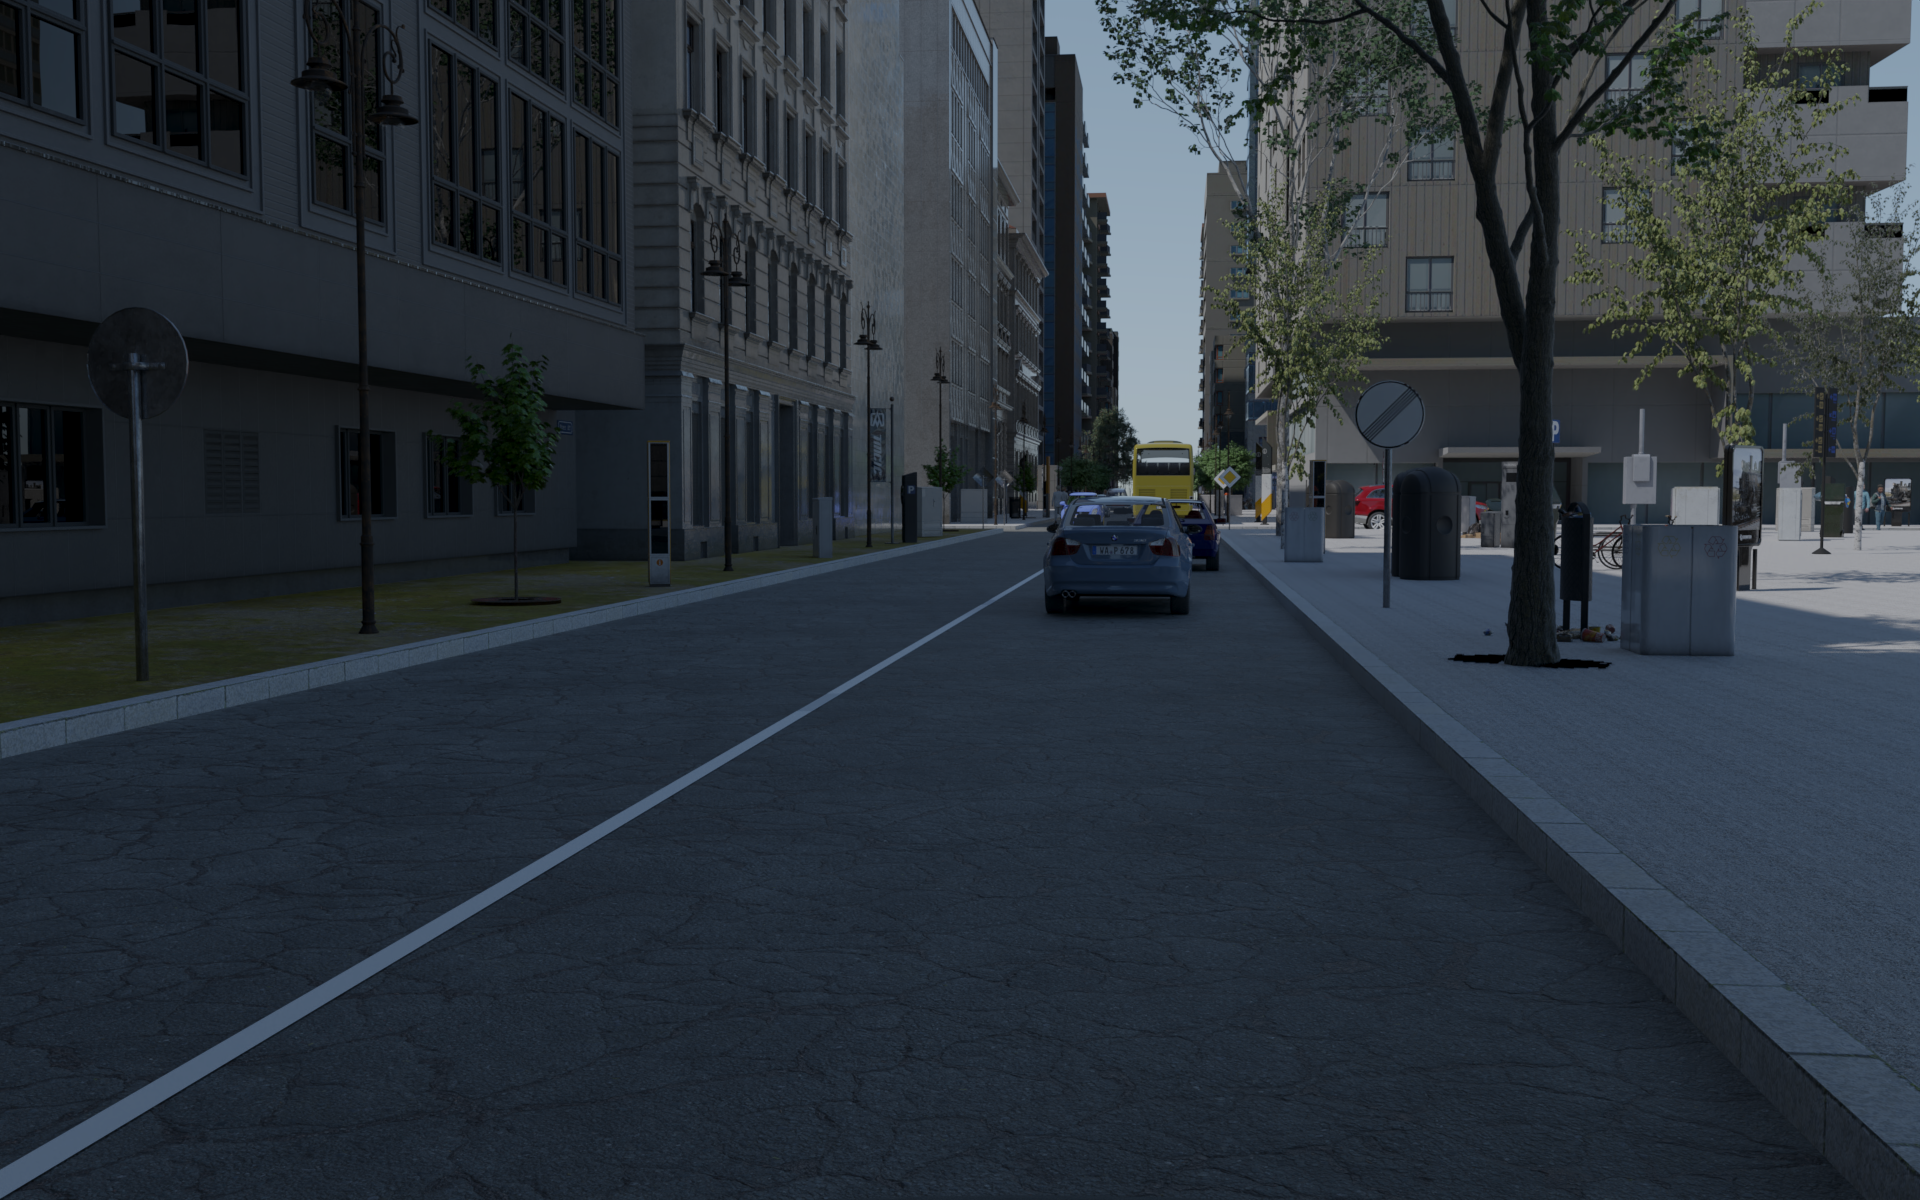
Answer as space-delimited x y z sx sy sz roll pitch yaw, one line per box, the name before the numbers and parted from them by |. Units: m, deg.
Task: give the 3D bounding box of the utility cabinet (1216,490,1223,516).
utility cabinet | 15.232 -5.670 101.382 0.318 1.500 1.173 1 4 16

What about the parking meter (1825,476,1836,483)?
parking meter | 28.540 -3.130 56.883 0.399 1.863 0.255 -3 5 -41

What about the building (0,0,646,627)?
building | -14.037 -13.876 20.388 14.314 27.812 24.014 0 4 7

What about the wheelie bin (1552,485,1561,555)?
wheelie bin | 12.085 -1.736 36.284 0.980 1.594 0.693 -1 4 -22

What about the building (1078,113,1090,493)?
building | 3.195 -35.355 197.661 23.786 49.044 30.456 0 4 7

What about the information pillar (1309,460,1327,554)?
information pillar | 7.688 -2.004 37.258 0.304 2.012 0.304 0 4 -1

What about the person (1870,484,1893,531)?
person | 33.313 -3.295 62.723 0.623 1.781 0.721 -2 4 -27

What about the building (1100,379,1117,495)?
building | 10.700 -26.382 276.388 27.650 21.520 28.899 0 4 7

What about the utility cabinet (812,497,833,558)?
utility cabinet | -2.805 -1.470 35.195 0.306 1.237 1.020 -1 4 -12

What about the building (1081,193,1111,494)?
building | 10.026 -36.170 246.003 22.147 44.769 28.867 0 4 7

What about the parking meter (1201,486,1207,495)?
parking meter | 17.335 -7.168 122.913 0.255 1.863 0.399 -2 4 -35

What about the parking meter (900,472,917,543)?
parking meter | -1.345 -2.443 45.651 0.399 1.863 0.255 -1 4 -22

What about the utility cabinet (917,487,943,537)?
utility cabinet | -0.937 -2.623 51.570 0.318 1.500 1.173 2 4 30

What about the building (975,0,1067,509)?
building | -0.673 -43.924 156.407 20.563 71.187 20.611 0 4 7

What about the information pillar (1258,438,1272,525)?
information pillar | 12.734 -4.927 71.911 0.183 3.616 0.504 -3 5 -41

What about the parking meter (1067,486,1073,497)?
parking meter | 7.572 -6.930 119.021 0.399 1.863 0.255 1 4 12

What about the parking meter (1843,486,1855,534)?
parking meter | 28.838 -2.927 56.272 0.372 1.533 0.369 0 3 0

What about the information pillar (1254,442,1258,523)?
information pillar | 13.501 -5.289 77.826 0.504 3.616 0.183 2 4 32

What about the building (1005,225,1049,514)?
building | -0.235 -17.560 123.254 11.583 22.565 21.152 0 4 7

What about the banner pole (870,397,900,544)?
banner pole | -1.963 -3.330 44.467 0.863 3.779 0.401 -1 4 -19

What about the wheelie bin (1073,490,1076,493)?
wheelie bin | 8.206 -7.317 127.537 0.693 1.594 0.980 3 4 37

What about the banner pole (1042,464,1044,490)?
banner pole | 6.961 -9.537 145.950 0.401 3.779 0.863 0 4 -7

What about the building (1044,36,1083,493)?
building | 5.043 -32.086 174.710 14.600 45.320 14.200 0 4 7

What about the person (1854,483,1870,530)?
person | 32.152 -3.265 61.752 0.748 1.841 0.638 -2 4 -27

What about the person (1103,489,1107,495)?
person | 11.532 -7.818 136.505 0.709 1.800 0.728 2 4 27

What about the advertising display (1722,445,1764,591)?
advertising display | 10.378 -1.086 22.971 0.974 1.923 0.123 -3 5 -43

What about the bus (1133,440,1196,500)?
bus | 9.258 -5.316 78.471 2.896 3.916 12.252 0 4 7

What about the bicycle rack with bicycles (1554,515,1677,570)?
bicycle rack with bicycles | 11.722 -0.984 29.477 2.925 0.926 2.852 2 4 28

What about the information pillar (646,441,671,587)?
information pillar | -4.176 -1.194 24.010 0.304 2.012 0.304 -1 4 -13

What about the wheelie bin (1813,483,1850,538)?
wheelie bin | 25.790 -2.651 51.256 0.980 1.594 0.693 2 4 27

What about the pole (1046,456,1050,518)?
pole | 4.760 -6.104 93.645 0.158 3.312 0.155 0 3 0

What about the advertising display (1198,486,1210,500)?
advertising display | 18.961 -7.917 134.656 0.974 1.923 0.123 -1 4 -15

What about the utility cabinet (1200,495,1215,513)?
utility cabinet | 17.150 -6.654 119.957 1.020 1.237 0.306 2 4 26

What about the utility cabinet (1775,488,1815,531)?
utility cabinet | 28.540 -3.089 59.184 0.318 1.500 1.173 -3 5 -42

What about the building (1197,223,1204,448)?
building | 48.604 -37.732 271.549 22.147 44.769 28.867 0 4 7

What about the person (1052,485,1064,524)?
person | 4.690 -4.516 82.213 0.514 1.842 0.818 -2 4 -31

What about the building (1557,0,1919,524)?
building | 28.947 -30.219 83.320 27.495 52.752 28.713 0 4 7

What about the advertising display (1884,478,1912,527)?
advertising display | 37.045 -3.868 68.458 0.974 1.923 0.123 2 4 24

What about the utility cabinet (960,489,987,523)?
utility cabinet | 0.607 -4.148 76.497 1.173 1.500 0.318 0 4 -6

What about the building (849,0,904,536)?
building | -10.963 -12.373 57.044 16.860 20.320 10.420 0 4 7

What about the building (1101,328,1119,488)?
building | 19.928 -32.104 296.607 14.160 30.474 14.107 0 4 7

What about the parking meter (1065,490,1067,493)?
parking meter | 7.597 -6.933 121.762 0.372 1.533 0.369 0 3 0

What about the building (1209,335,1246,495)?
building | 43.251 -21.816 201.736 27.650 21.520 28.899 0 4 7

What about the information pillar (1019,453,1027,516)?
information pillar | 3.662 -6.649 100.073 0.504 3.616 0.183 2 4 32

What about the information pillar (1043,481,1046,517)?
information pillar | 4.732 -5.549 95.217 0.304 2.012 0.304 1 4 22

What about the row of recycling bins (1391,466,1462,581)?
row of recycling bins | 7.308 -1.236 27.322 1.069 1.692 3.534 1 4 13

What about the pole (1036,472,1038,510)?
pole | 6.336 -9.142 143.318 0.158 3.312 0.155 0 3 0

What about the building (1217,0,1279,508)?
building | 37.312 -52.458 170.362 22.319 86.520 31.000 0 4 7

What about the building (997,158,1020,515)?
building | -2.798 -16.758 102.879 11.050 23.489 19.941 0 4 7

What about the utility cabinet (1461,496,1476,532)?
utility cabinet | 17.093 -2.919 58.895 0.306 1.237 1.020 -2 4 -24

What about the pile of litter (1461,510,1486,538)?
pile of litter | 15.370 -2.224 50.321 1.719 0.858 1.176 2 4 34

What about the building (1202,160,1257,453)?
building | 45.501 -38.088 246.438 21.300 48.544 21.600 0 4 7

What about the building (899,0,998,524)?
building | -5.194 -16.212 83.083 12.078 24.808 19.932 0 4 7

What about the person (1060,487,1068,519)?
person | 5.305 -4.882 88.540 0.478 1.798 0.641 3 5 44

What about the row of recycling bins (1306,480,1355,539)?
row of recycling bins | 10.921 -2.705 51.344 1.069 1.692 3.534 0 4 1

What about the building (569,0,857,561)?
building | -8.811 -11.784 41.814 9.793 20.994 18.267 0 4 7

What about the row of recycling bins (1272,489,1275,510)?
row of recycling bins | 25.477 -8.292 142.682 1.069 1.692 3.534 1 4 12

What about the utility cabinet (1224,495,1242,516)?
utility cabinet | 16.300 -5.635 103.293 1.020 1.237 0.306 -1 4 -14

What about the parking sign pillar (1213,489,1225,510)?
parking sign pillar | 20.455 -9.172 138.429 1.447 3.967 1.447 0 4 7
